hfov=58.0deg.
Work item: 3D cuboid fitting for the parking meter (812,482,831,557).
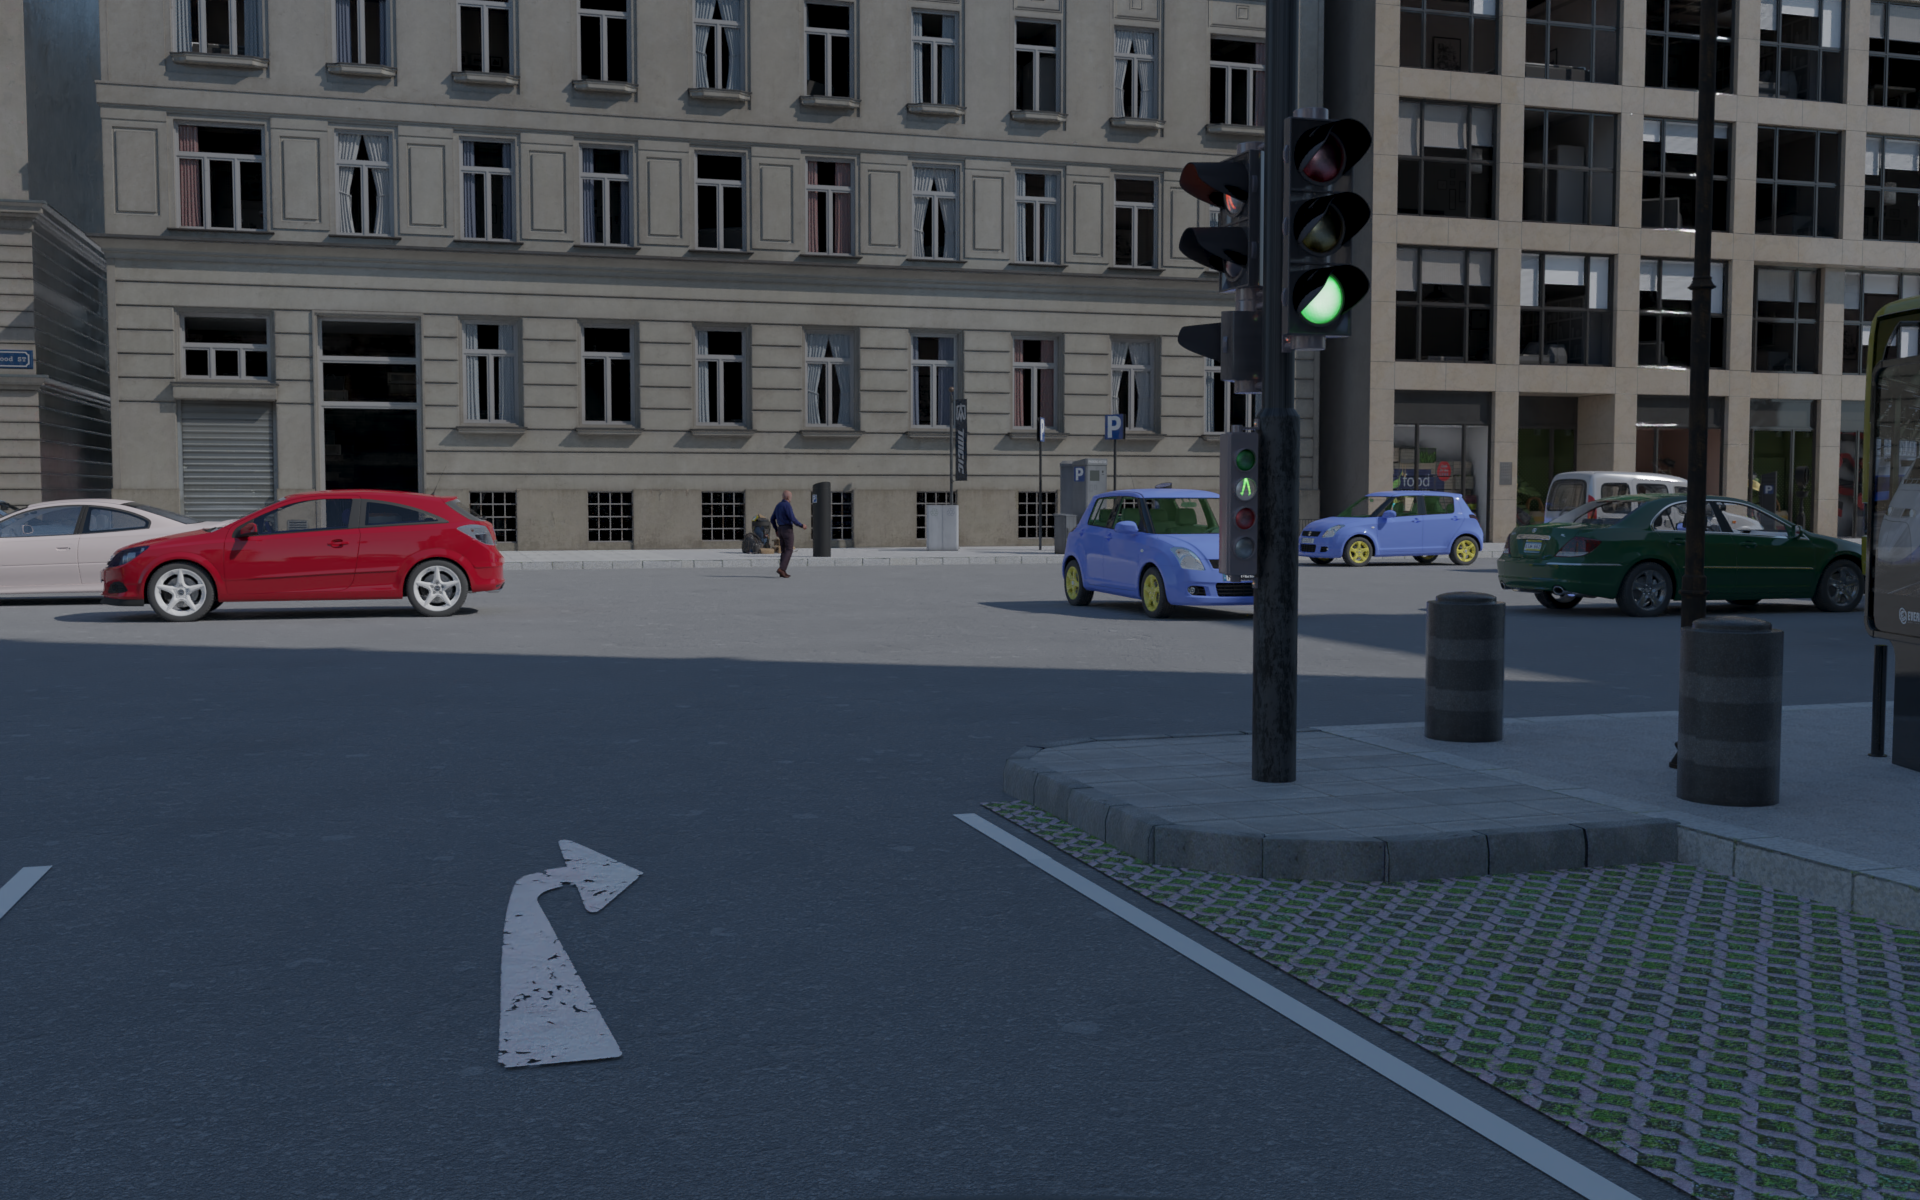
[{"bbox_3d":[-2.823,-1.648,35.362,0.372,1.533,0.369,0,3,0],"label":"parking meter"}]

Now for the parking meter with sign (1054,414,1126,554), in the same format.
[{"bbox_3d":[2.780,-2.515,37.377,1.738,3.016,0.543,-3,5,-42],"label":"parking meter with sign"}]

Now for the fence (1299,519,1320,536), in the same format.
[{"bbox_3d":[8.545,-1.603,41.587,2.069,0.683,0.278,0,4,5],"label":"fence"}]

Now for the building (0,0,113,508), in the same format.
[{"bbox_3d":[-37.213,-13.270,36.055,34.723,24.649,14.460,-1,4,-17],"label":"building"}]

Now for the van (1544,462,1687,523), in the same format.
[{"bbox_3d":[12.936,-1.537,32.145,4.112,2.044,2.013,-1,4,-15],"label":"van"}]

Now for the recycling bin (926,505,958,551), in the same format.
[{"bbox_3d":[-0.405,-1.637,39.324,0.722,1.027,0.722,0,4,-2],"label":"recycling bin"}]

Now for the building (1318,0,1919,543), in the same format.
[{"bbox_3d":[23.816,-15.486,57.707,34.151,26.468,19.350,-1,4,-17],"label":"building"}]

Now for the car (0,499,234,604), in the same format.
[{"bbox_3d":[-11.948,-0.650,22.995,4.827,1.381,2.083,-1,4,-16],"label":"car"}]

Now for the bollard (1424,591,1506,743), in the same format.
[{"bbox_3d":[2.655,0.343,9.106,0.404,0.777,0.398,0,3,0],"label":"bollard"}]

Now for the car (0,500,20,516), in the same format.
[{"bbox_3d":[-15.216,-0.914,26.943,4.499,1.417,2.014,-1,4,-17],"label":"car"}]

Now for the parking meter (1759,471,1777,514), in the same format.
[{"bbox_3d":[20.597,-2.354,44.191,0.399,1.863,0.255,1,4,22],"label":"parking meter"}]

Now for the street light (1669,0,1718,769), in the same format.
[{"bbox_3d":[3.419,-2.150,7.939,0.468,5.910,1.993,-1,4,-17],"label":"street light"}]

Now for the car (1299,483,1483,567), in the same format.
[{"bbox_3d":[8.675,-1.558,35.062,3.694,1.707,1.945,-1,4,-16],"label":"car"}]

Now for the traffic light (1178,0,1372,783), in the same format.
[{"bbox_3d":[-0.593,-1.973,6.925,4.771,5.953,1.251,-1,4,-17],"label":"traffic light"}]

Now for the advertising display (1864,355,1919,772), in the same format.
[{"bbox_3d":[4.475,-0.170,7.996,0.123,1.923,0.974,0,4,2],"label":"advertising display"}]

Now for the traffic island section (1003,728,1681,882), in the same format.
[{"bbox_3d":[1.419,0.885,7.809,2.009,0.180,2.903,-1,4,-17],"label":"traffic island section"}]

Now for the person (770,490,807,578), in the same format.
[{"bbox_3d":[-2.925,-1.138,29.802,0.600,1.496,0.574,-1,4,-18],"label":"person"}]

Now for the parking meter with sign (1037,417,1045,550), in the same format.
[{"bbox_3d":[2.642,-2.635,39.341,1.738,3.016,0.543,1,4,13],"label":"parking meter with sign"}]

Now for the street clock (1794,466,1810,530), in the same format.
[{"bbox_3d":[21.981,-2.488,45.246,0.358,2.002,0.471,3,5,43],"label":"street clock"}]

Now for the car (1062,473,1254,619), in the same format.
[{"bbox_3d":[2.628,-0.713,21.242,1.945,1.707,3.694,-1,4,-19],"label":"car"}]

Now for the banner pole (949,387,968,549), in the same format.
[{"bbox_3d":[-0.067,-3.077,40.322,0.401,3.779,0.863,-2,4,-35],"label":"banner pole"}]

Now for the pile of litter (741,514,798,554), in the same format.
[{"bbox_3d":[-4.093,-1.453,37.724,1.176,0.858,1.719,3,4,36],"label":"pile of litter"}]

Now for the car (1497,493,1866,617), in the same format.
[{"bbox_3d":[9.044,-0.583,21.332,4.920,1.459,2.131,-1,4,-17],"label":"car"}]

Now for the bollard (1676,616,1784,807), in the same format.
[{"bbox_3d":[3.230,0.455,7.270,0.404,0.777,0.398,0,3,0],"label":"bollard"}]

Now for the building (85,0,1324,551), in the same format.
[{"bbox_3d":[-6.424,-13.069,46.962,30.059,22.955,16.112,-1,4,-17],"label":"building"}]

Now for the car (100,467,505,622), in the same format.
[{"bbox_3d":[-7.713,-0.701,20.499,4.494,1.783,2.155,-1,4,-17],"label":"car"}]

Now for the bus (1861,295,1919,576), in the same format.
[{"bbox_3d":[15.973,-1.696,19.281,12.252,3.916,2.896,-1,4,-16],"label":"bus"}]

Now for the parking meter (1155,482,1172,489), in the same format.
[{"bbox_3d":[4.408,-1.784,37.574,0.372,1.533,0.369,0,3,0],"label":"parking meter"}]
